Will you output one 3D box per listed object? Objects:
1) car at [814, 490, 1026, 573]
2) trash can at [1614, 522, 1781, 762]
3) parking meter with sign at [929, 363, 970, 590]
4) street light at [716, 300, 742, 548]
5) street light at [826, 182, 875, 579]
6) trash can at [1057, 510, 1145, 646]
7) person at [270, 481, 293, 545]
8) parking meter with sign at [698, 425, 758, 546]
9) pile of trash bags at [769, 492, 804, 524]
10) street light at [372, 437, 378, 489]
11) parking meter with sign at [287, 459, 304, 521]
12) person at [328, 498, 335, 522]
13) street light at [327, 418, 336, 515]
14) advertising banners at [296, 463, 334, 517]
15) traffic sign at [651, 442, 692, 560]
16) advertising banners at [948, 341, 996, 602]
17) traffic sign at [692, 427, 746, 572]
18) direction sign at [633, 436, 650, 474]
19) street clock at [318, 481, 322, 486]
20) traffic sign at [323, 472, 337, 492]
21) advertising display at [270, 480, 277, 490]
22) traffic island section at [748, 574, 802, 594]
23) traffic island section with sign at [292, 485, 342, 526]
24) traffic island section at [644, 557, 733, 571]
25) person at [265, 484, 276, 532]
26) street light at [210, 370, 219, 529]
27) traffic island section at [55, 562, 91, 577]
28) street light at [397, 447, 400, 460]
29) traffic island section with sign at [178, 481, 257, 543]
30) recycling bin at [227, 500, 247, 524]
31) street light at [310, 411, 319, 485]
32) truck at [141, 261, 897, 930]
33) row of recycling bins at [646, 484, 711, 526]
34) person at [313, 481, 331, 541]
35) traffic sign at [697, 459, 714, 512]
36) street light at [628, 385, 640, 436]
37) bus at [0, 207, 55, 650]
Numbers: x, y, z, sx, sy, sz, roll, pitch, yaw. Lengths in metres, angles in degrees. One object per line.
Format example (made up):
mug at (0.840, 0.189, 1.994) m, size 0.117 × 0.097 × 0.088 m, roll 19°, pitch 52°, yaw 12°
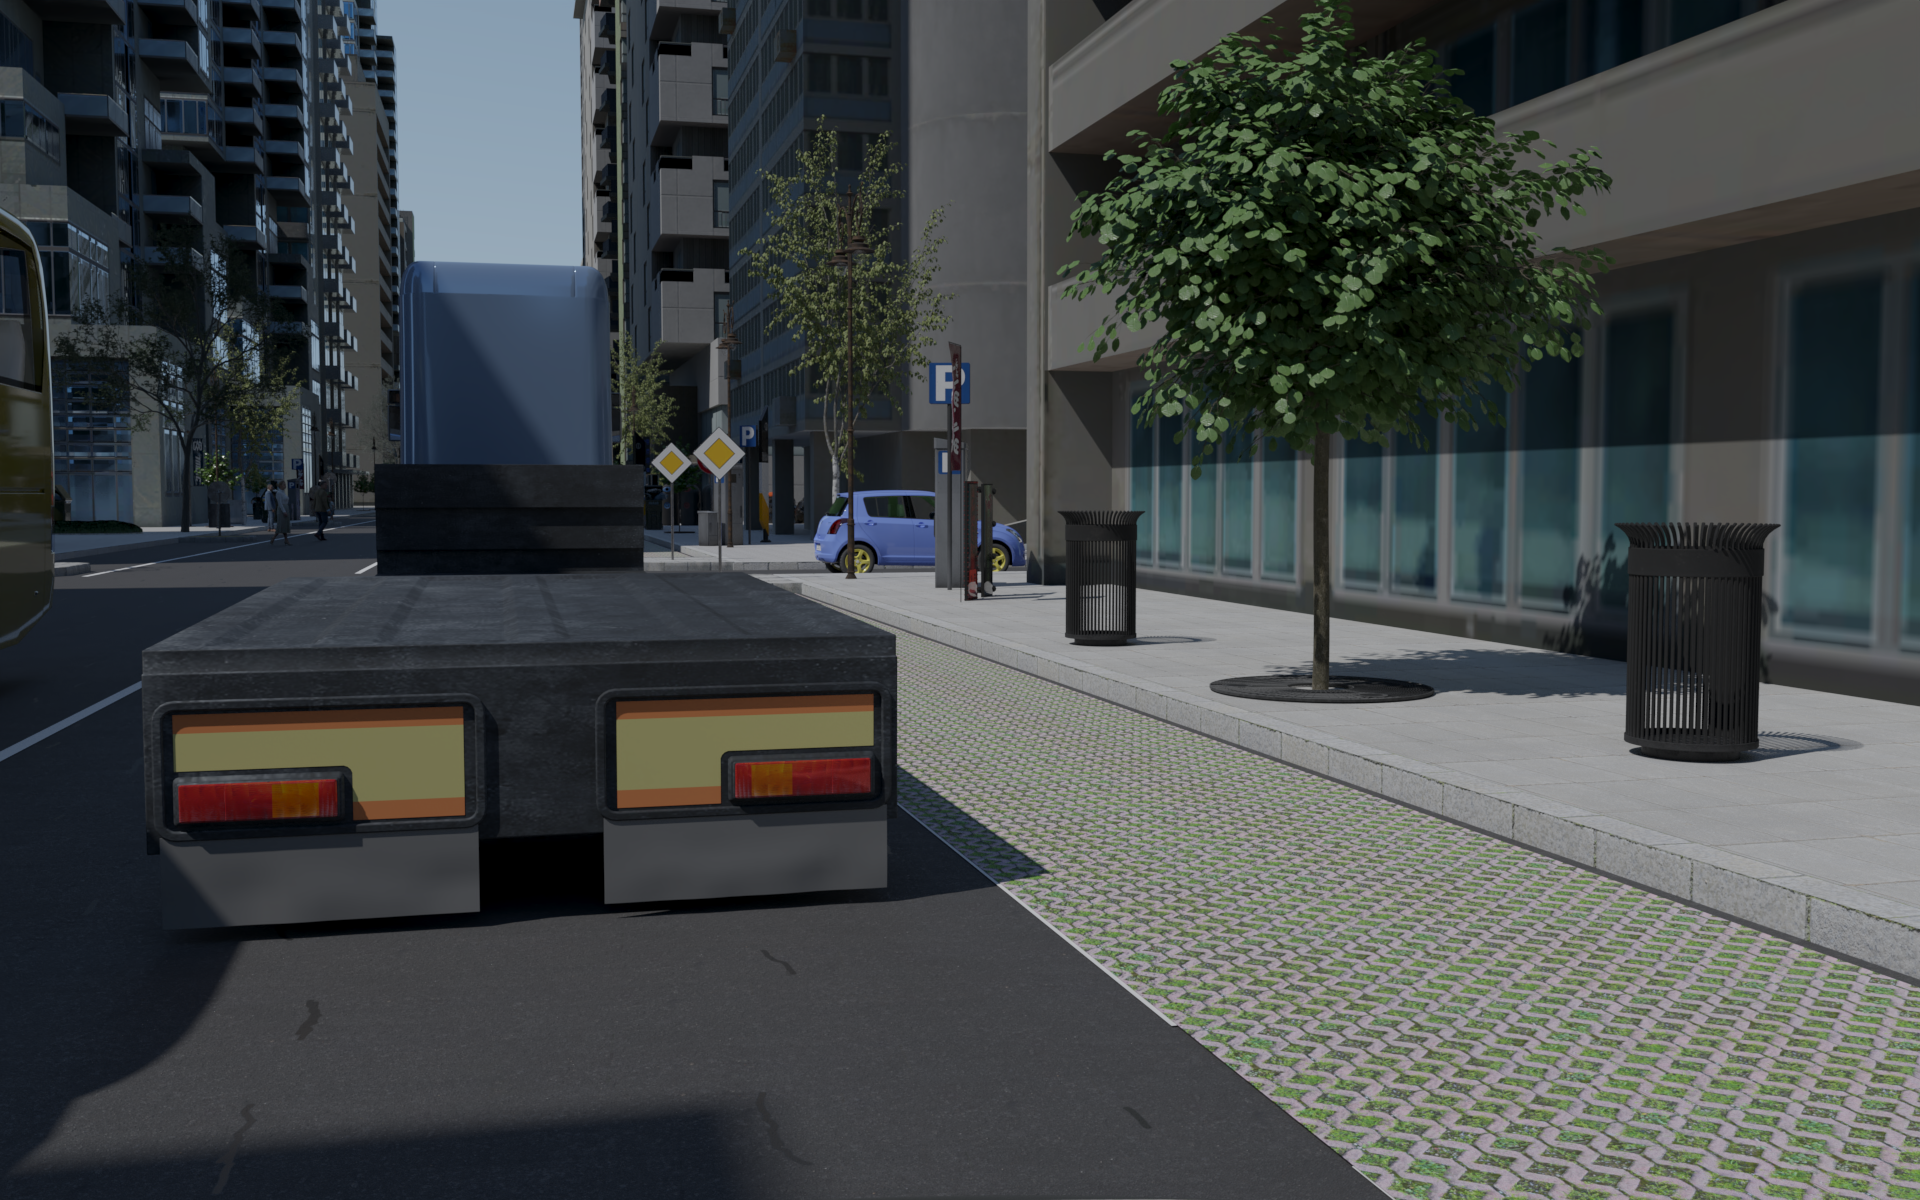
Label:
car at (-0.688, -1.266, 30.296) m, size 3.694 × 1.707 × 1.945 m, roll -1°, pitch 4°, yaw -15°
trash can at (3.587, 0.194, 8.474) m, size 0.748 × 1.137 × 0.748 m, roll 0°, pitch 3°, yaw 0°
parking meter with sign at (-0.095, -1.689, 23.869) m, size 0.543 × 3.016 × 1.738 m, roll 0°, pitch 4°, yaw 3°
street light at (-5.513, -4.196, 41.387) m, size 0.468 × 5.910 × 1.993 m, roll -1°, pitch 4°, yaw -14°
street light at (-1.647, -3.257, 26.035) m, size 0.468 × 5.910 × 1.993 m, roll -1°, pitch 4°, yaw -14°
trash can at (1.202, -0.191, 14.773) m, size 0.748 × 1.137 × 0.748 m, roll 0°, pitch 3°, yaw 0°
person at (-18.979, -2.424, 48.360) m, size 0.641 × 1.798 × 0.478 m, roll 0°, pitch 4°, yaw 8°
parking meter with sign at (-5.813, -2.875, 43.260) m, size 0.543 × 3.016 × 1.738 m, roll 2°, pitch 4°, yaw 34°
pile of trash bags at (-7.772, -4.371, 81.225) m, size 1.912 × 1.369 × 3.447 m, roll -3°, pitch 5°, yaw -43°
street light at (-46.322, -10.048, 137.071) m, size 0.468 × 5.910 × 1.993 m, roll -1°, pitch 4°, yaw -14°
parking meter with sign at (-32.464, -5.385, 84.312) m, size 0.543 × 3.016 × 1.738 m, roll 0°, pitch 4°, yaw -5°
person at (-32.074, -4.599, 88.370) m, size 0.352 × 1.250 × 0.332 m, roll 0°, pitch 4°, yaw 3°
street light at (-37.916, -8.063, 104.620) m, size 0.468 × 5.910 × 1.993 m, roll -1°, pitch 4°, yaw -14°
advertising banners at (-36.852, -6.280, 98.857) m, size 2.074 × 3.025 × 0.090 m, roll -1°, pitch 4°, yaw -14°
traffic sign at (-5.600, -1.837, 33.674) m, size 0.795 × 2.450 × 0.064 m, roll -1°, pitch 4°, yaw -14°
advertising banners at (0.144, -1.513, 20.928) m, size 0.090 × 3.025 × 2.074 m, roll 1°, pitch 4°, yaw 16°
traffic sign at (-3.602, -1.364, 25.942) m, size 0.795 × 2.450 × 0.064 m, roll -1°, pitch 4°, yaw -14°
direction sign at (-12.471, -4.640, 67.854) m, size 0.379 × 3.537 × 0.876 m, roll 3°, pitch 4°, yaw 37°
street clock at (-36.269, -5.740, 98.426) m, size 0.471 × 2.002 × 0.358 m, roll 3°, pitch 5°, yaw 44°
traffic sign at (-36.919, -6.202, 101.500) m, size 0.768 × 2.556 × 0.104 m, roll -1°, pitch 4°, yaw -13°
advertising display at (-31.950, -4.617, 80.695) m, size 0.123 × 1.923 × 0.974 m, roll -2°, pitch 4°, yaw -32°
traffic island section at (-3.582, -0.229, 26.025) m, size 2.009 × 0.180 × 2.903 m, roll -1°, pitch 4°, yaw -14°
traffic island section with sign at (-29.055, -4.261, 78.290) m, size 1.989 × 1.847 × 2.006 m, roll -1°, pitch 4°, yaw -14°
traffic island section at (-5.579, -0.702, 33.757) m, size 2.009 × 0.180 × 2.903 m, roll -1°, pitch 4°, yaw -14°
person at (-26.276, -3.506, 66.005) m, size 0.419 × 1.800 × 0.721 m, roll -2°, pitch 4°, yaw -31°
street light at (-27.517, -5.586, 64.116) m, size 0.468 × 5.910 × 1.993 m, roll -1°, pitch 4°, yaw -14°
traffic island section at (-16.804, -0.526, 30.874) m, size 2.009 × 0.180 × 2.903 m, roll -1°, pitch 4°, yaw -14°
street light at (-54.657, -12.006, 169.080) m, size 0.468 × 5.910 × 1.993 m, roll -1°, pitch 4°, yaw -14°
traffic island section with sign at (-22.328, -2.664, 52.185) m, size 1.989 × 1.847 × 2.006 m, roll -1°, pitch 4°, yaw -14°
recycling bin at (-30.839, -3.751, 73.888) m, size 0.722 × 1.027 × 0.722 m, roll -1°, pitch 4°, yaw -18°
street light at (-36.015, -7.582, 96.761) m, size 0.468 × 5.910 × 1.993 m, roll -1°, pitch 4°, yaw -14°
truck at (-3.797, -1.524, 14.670) m, size 2.967 × 4.110 × 18.799 m, roll -1°, pitch 4°, yaw -15°
row of recycling bins at (-11.474, -3.888, 70.682) m, size 3.534 × 1.692 × 1.069 m, roll 0°, pitch 4°, yaw 4°
person at (-19.602, -2.740, 53.217) m, size 0.656 × 1.842 × 0.836 m, roll 0°, pitch 4°, yaw 5°
traffic sign at (-6.302, -2.689, 44.075) m, size 0.768 × 2.556 × 0.104 m, roll 0°, pitch 4°, yaw -5°
street light at (-13.801, -6.154, 73.408) m, size 0.468 × 5.910 × 1.993 m, roll -1°, pitch 4°, yaw -14°
bus at (-6.648, -0.972, 7.447) m, size 2.896 × 3.916 × 12.252 m, roll -1°, pitch 4°, yaw -16°
